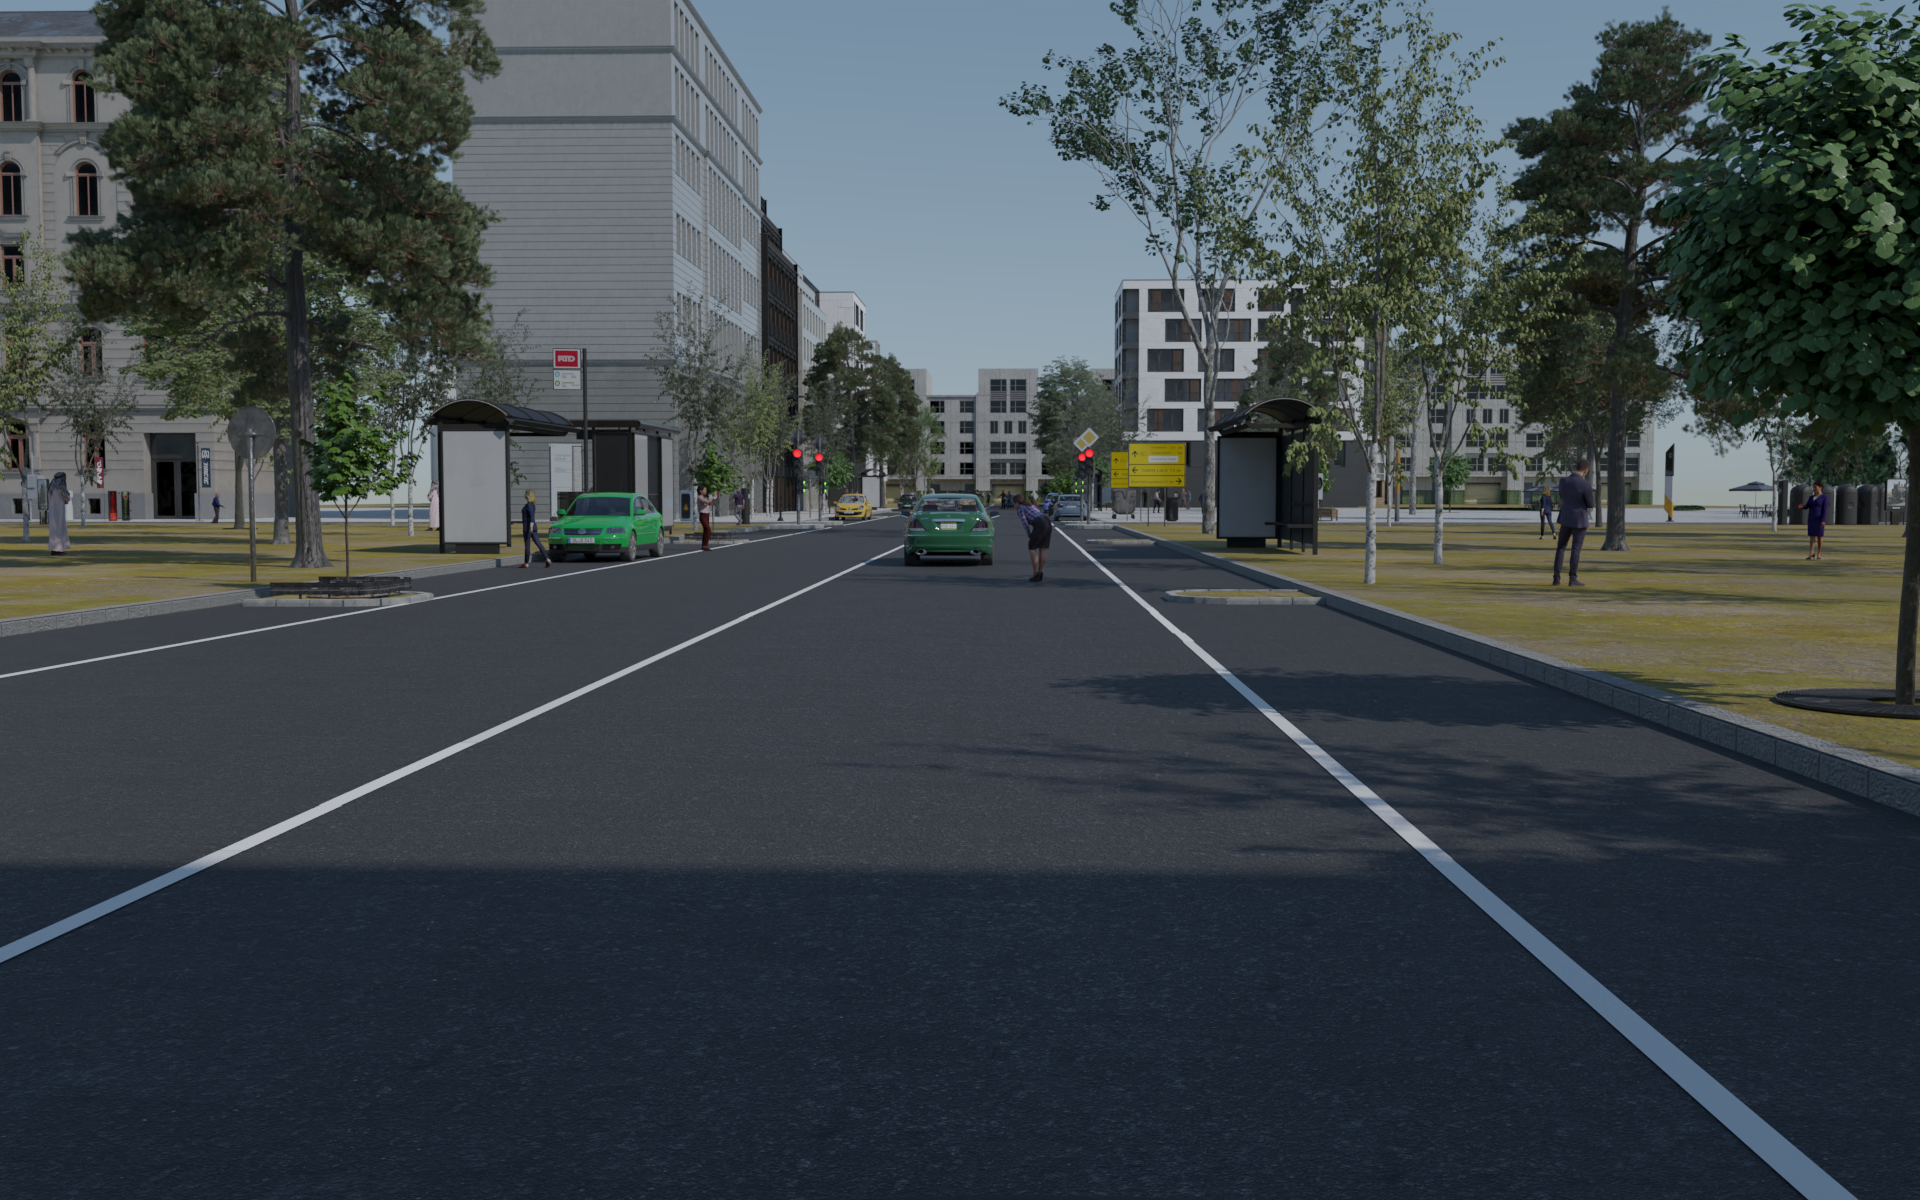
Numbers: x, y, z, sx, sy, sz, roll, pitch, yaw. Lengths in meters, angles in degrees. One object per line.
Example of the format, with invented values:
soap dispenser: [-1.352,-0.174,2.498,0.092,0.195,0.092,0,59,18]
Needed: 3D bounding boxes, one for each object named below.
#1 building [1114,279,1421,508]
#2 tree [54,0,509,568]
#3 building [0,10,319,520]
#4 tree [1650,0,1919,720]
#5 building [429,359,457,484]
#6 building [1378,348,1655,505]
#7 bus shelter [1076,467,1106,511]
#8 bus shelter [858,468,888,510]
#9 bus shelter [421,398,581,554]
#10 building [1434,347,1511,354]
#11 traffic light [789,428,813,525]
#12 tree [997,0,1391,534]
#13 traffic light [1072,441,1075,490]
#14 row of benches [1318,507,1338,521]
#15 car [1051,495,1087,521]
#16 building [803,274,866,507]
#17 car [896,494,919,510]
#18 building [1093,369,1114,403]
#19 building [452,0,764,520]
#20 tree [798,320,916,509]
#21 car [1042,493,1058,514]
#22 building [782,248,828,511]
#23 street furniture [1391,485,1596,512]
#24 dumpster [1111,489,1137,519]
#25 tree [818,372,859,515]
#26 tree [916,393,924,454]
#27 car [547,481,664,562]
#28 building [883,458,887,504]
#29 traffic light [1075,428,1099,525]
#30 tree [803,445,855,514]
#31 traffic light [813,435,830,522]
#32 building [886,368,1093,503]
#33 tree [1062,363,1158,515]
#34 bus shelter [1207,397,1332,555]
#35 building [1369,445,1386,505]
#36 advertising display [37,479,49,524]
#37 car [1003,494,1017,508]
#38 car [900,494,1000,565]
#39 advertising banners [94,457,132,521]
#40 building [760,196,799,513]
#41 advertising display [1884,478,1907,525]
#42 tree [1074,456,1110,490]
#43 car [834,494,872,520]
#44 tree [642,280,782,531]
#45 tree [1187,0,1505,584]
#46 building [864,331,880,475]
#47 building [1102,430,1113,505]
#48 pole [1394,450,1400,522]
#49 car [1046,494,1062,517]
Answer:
building: [29.933,-20.606,180.887,27.936,21.610,32.646,0,4,2]
tree: [-11.654,-7.484,29.780,7.806,13.903,7.818,0,3,0]
building: [-48.330,-18.686,92.911,23.554,28.519,14.401,0,4,2]
tree: [5.673,-1.624,10.266,4.285,4.588,4.351,0,3,0]
building: [-59.671,-22.314,221.246,11.380,20.091,16.016,0,4,2]
building: [68.187,-21.468,217.458,31.486,18.905,16.747,0,4,2]
bus shelter: [9.819,-8.335,130.205,2.014,3.302,5.546,0,4,2]
bus shelter: [-7.018,-8.925,139.852,2.014,3.302,5.546,0,4,2]
bus shelter: [-10.303,-2.784,39.437,2.014,3.302,5.546,0,4,2]
building: [67.466,-25.164,255.404,32.646,21.610,27.936,0,4,2]
traffic light: [-6.783,-5.111,72.802,0.839,4.213,0.868,0,4,2]
tree: [6.584,-12.224,55.746,12.611,20.169,13.585,0,3,0]
traffic light: [5.635,-5.575,80.401,0.839,4.213,0.868,0,4,2]
row of benches: [16.566,-4.219,84.447,4.104,0.672,1.422,3,4,38]
car: [5.909,-4.951,92.950,2.014,1.417,4.499,0,4,2]
building: [-24.695,-20.127,173.045,27.936,21.610,32.646,0,4,2]
car: [-4.257,-8.207,143.965,2.009,1.686,4.222,0,4,1]
building: [34.330,-23.573,251.867,31.486,18.905,16.747,0,4,2]
building: [-19.005,-19.724,99.987,11.434,29.767,29.804,0,4,2]
tree: [-7.806,-13.346,125.636,7.806,13.903,7.818,0,3,0]
car: [7.055,-7.249,128.113,1.945,1.707,3.694,0,4,3]
building: [-16.822,-17.429,139.710,10.420,20.320,16.860,0,4,2]
street furniture: [42.196,-8.107,137.579,14.083,1.986,27.439,1,4,9]
dumpster: [8.453,-5.104,89.201,1.264,1.857,1.865,0,4,2]
tree: [-8.235,-9.460,105.034,4.360,8.622,3.978,0,3,0]
tree: [-7.022,-15.069,153.805,7.806,13.903,7.818,0,3,0]
car: [-7.735,-1.792,38.091,1.959,1.807,4.718,0,4,2]
building: [-15.179,-22.185,219.136,11.380,20.091,16.016,0,4,2]
traffic light: [5.372,-5.087,72.420,0.839,4.213,0.868,0,4,2]
tree: [-8.535,-7.885,112.634,4.285,4.588,4.351,0,3,0]
traffic light: [-6.520,-5.599,80.783,0.839,4.213,0.868,0,4,2]
building: [2.845,-23.605,252.399,31.486,18.905,16.747,0,4,2]
tree: [8.918,-9.061,98.514,4.360,8.622,3.978,0,3,0]
bus shelter: [6.850,-2.750,38.890,2.014,3.302,5.546,0,4,2]
building: [46.264,-22.061,217.112,11.380,20.091,16.016,0,4,2]
advertising display: [-38.796,-4.166,73.335,0.974,1.923,0.123,3,5,41]
car: [6.168,-11.388,198.196,2.014,1.417,4.499,0,4,2]
car: [-0.214,-1.493,36.204,2.131,1.459,4.920,0,4,0]
advertising banners: [-40.127,-5.250,82.025,0.090,3.025,2.074,1,4,21]
building: [-18.645,-17.962,123.351,12.332,23.373,15.834,0,4,2]
advertising display: [38.683,-4.062,71.624,0.974,1.923,0.123,-1,4,-13]
tree: [10.498,-9.309,135.911,4.285,4.588,4.351,0,3,0]
car: [-5.866,-5.195,95.165,2.015,1.641,3.980,0,4,4]
tree: [-9.107,-6.754,60.791,4.360,8.622,3.978,0,3,0]
tree: [5.708,-4.552,24.787,4.737,8.622,4.395,0,3,0]
building: [-17.762,-20.754,195.752,16.016,20.091,11.380,0,4,2]
building: [21.542,-16.532,212.445,9.099,9.664,28.070,0,4,2]
pole: [20.256,-5.282,80.199,0.158,3.312,0.155,0,3,0]
car: [6.522,-6.184,110.895,2.009,1.686,4.222,0,4,3]
